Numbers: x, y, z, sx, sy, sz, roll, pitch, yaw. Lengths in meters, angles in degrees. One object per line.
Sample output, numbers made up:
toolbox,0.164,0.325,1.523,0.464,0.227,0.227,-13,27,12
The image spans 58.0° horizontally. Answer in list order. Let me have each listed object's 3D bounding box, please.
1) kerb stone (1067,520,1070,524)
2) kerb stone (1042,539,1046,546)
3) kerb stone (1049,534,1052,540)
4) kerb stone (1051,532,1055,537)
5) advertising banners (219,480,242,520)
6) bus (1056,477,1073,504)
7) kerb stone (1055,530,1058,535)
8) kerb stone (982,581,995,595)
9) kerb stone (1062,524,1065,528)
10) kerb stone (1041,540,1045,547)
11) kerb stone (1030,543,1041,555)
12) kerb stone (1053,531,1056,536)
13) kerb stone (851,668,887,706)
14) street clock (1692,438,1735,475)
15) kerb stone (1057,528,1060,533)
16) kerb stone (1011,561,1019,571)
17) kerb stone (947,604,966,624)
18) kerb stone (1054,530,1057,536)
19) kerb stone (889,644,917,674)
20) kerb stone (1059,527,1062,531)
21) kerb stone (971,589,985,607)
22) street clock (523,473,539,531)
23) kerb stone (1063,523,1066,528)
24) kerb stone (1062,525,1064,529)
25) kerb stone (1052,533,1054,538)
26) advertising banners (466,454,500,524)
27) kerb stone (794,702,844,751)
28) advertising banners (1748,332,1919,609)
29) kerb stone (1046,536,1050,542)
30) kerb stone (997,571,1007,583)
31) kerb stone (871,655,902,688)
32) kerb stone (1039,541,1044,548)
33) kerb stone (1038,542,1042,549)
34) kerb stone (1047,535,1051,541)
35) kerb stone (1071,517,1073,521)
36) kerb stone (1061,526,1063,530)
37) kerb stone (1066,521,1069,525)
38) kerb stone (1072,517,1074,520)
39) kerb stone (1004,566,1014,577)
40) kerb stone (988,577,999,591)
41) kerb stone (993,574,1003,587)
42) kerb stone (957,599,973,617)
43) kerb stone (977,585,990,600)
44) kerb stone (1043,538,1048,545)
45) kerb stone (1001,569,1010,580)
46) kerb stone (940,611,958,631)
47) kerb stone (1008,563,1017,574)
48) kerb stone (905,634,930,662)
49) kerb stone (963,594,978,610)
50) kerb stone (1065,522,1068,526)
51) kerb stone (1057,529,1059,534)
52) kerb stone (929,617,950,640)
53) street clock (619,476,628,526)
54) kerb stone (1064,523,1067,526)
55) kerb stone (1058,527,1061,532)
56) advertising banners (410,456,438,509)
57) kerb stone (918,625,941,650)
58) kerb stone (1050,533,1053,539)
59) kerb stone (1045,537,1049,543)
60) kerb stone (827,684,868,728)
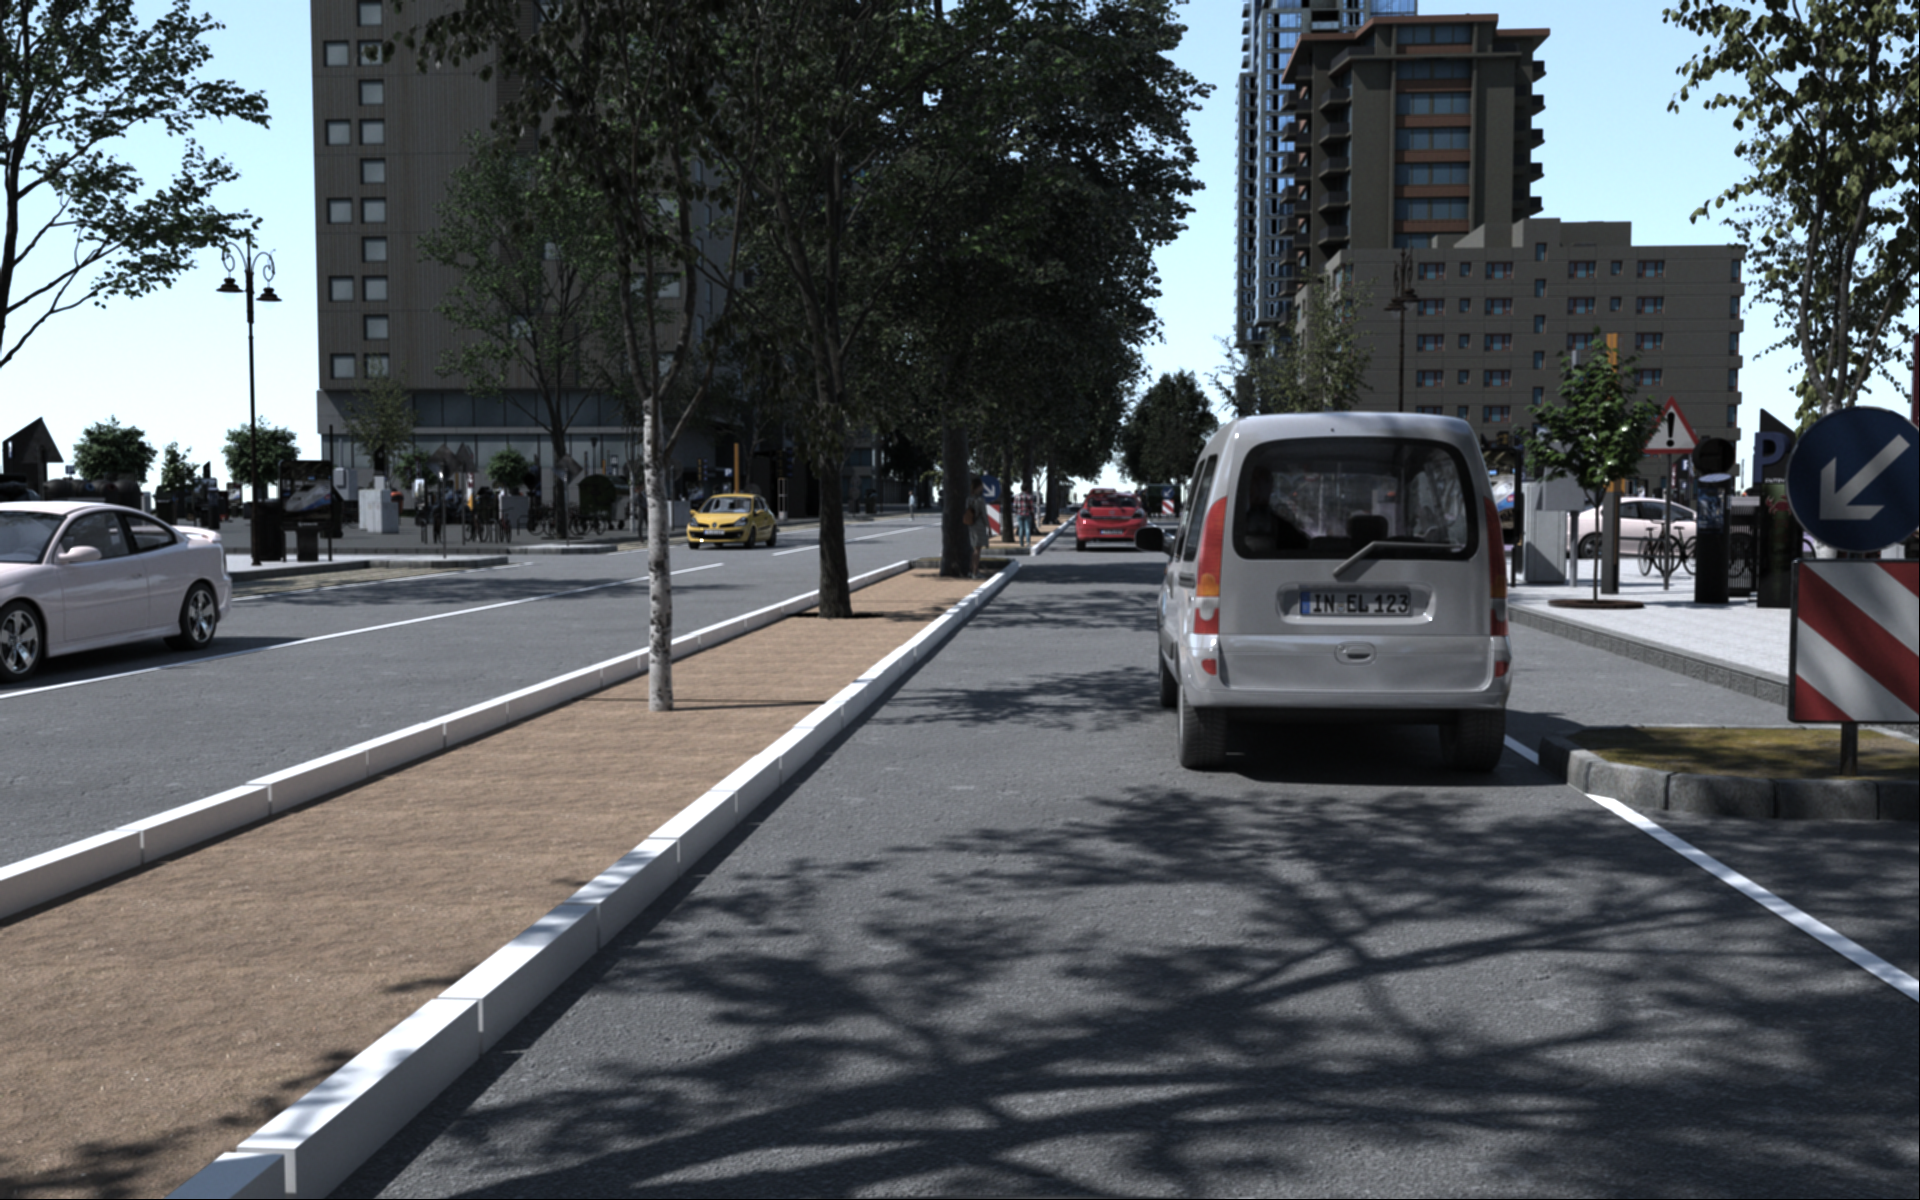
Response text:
kerb stone,4.691,-3.353,77.020,0.120,0.150,1.000,0,4,5
kerb stone,2.169,-1.479,46.379,0.120,0.150,1.000,0,4,5
kerb stone,2.595,-1.791,51.487,0.120,0.150,1.000,0,4,5
kerb stone,2.843,-1.974,54.550,0.120,0.150,1.000,0,4,5
advertising banners,-35.536,-5.335,83.415,2.074,3.025,0.090,-1,4,-9
bus,14.441,-15.450,244.160,2.896,3.916,12.252,0,4,7
kerb stone,3.090,-2.166,57.611,0.120,0.150,1.000,0,4,5
kerb stone,0.360,-0.133,24.373,0.120,0.150,1.000,0,4,5
kerb stone,3.927,-2.791,67.824,0.120,0.150,1.000,0,4,5
kerb stone,2.083,-1.416,45.351,0.120,0.150,1.000,0,4,5
kerb stone,1.834,-1.229,42.296,0.120,0.150,1.000,0,4,5
kerb stone,2.919,-2.041,55.569,0.120,0.150,1.000,0,4,5
kerb stone,-0.649,0.619,12.083,0.120,0.150,1.000,0,4,5
street clock,9.759,-1.095,22.480,0.471,2.002,0.358,0,4,0
kerb stone,3.347,-2.353,60.666,0.120,0.150,1.000,0,4,5
kerb stone,0.953,-0.571,31.524,0.120,0.150,1.000,0,4,5
kerb stone,-0.066,0.181,19.236,0.120,0.150,1.000,0,4,5
kerb stone,3.006,-2.104,56.593,0.120,0.150,1.000,0,4,5
kerb stone,-0.487,0.495,14.121,0.120,0.150,1.000,0,4,5
kerb stone,3.517,-2.478,62.718,0.120,0.150,1.000,0,4,5
kerb stone,0.198,-0.007,22.310,0.120,0.150,1.000,0,4,5
street clock,-14.788,-3.374,59.743,0.471,2.002,0.358,1,4,15
kerb stone,4.101,-2.915,69.861,0.120,0.150,1.000,0,4,5
kerb stone,3.851,-2.727,66.792,0.120,0.150,1.000,0,4,5
kerb stone,2.758,-1.917,53.531,0.120,0.150,1.000,0,4,5
advertising banners,-20.801,-4.847,75.440,2.074,3.025,0.090,2,4,31
kerb stone,-0.820,0.743,10.045,0.120,0.150,1.000,0,4,5
advertising banners,9.849,-1.398,19.047,2.074,3.025,0.090,2,4,25
kerb stone,2.427,-1.667,49.449,0.120,0.150,1.000,0,4,5
kerb stone,0.611,-0.321,27.436,0.120,0.150,1.000,0,4,5
kerb stone,-0.572,0.556,13.102,0.120,0.150,1.000,0,4,5
kerb stone,2.001,-1.353,44.333,0.120,0.150,1.000,0,4,5
kerb stone,1.921,-1.292,43.314,0.120,0.150,1.000,0,4,5
kerb stone,2.507,-1.729,50.467,0.120,0.150,1.000,0,4,5
kerb stone,5.438,-3.915,86.213,0.120,0.150,1.000,0,4,5
kerb stone,3.693,-2.603,64.754,0.120,0.150,1.000,0,4,5
kerb stone,4.526,-3.226,74.979,0.120,0.150,1.000,0,4,5
kerb stone,5.539,-3.978,87.235,0.120,0.150,1.000,0,4,5
kerb stone,0.784,-0.445,29.486,0.120,0.150,1.000,0,4,5
kerb stone,0.448,-0.195,25.391,0.120,0.150,1.000,0,4,5
kerb stone,0.524,-0.254,26.411,0.120,0.150,1.000,0,4,5
kerb stone,0.027,0.119,20.254,0.120,0.150,1.000,0,4,5
kerb stone,0.275,-0.070,23.344,0.120,0.150,1.000,0,4,5
kerb stone,2.255,-1.541,47.398,0.120,0.150,1.000,0,4,5
kerb stone,0.693,-0.379,28.462,0.120,0.150,1.000,0,4,5
kerb stone,-0.151,0.249,18.210,0.120,0.150,1.000,0,4,5
kerb stone,0.869,-0.508,30.505,0.120,0.150,1.000,0,4,5
kerb stone,-0.392,0.434,15.144,0.120,0.150,1.000,0,4,5
kerb stone,0.100,0.056,21.277,0.120,0.150,1.000,0,4,5
kerb stone,4.354,-3.103,72.934,0.120,0.150,1.000,0,4,5
kerb stone,3.266,-2.290,59.647,0.120,0.150,1.000,0,4,5
kerb stone,-0.230,0.307,17.183,0.120,0.150,1.000,0,4,5
street clock,-13.245,-3.862,67.721,0.471,2.002,0.358,-2,4,-25
kerb stone,4.188,-2.976,70.879,0.120,0.150,1.000,0,4,5
kerb stone,3.424,-2.413,61.698,0.120,0.150,1.000,0,4,5
advertising banners,-24.816,-5.155,80.471,0.090,3.025,2.074,1,4,12
kerb stone,-0.312,0.371,16.164,0.120,0.150,1.000,0,4,5
kerb stone,2.679,-1.854,52.511,0.120,0.150,1.000,0,4,5
kerb stone,2.345,-1.604,48.426,0.120,0.150,1.000,0,4,5
kerb stone,-0.732,0.681,11.064,0.120,0.150,1.000,0,4,5
